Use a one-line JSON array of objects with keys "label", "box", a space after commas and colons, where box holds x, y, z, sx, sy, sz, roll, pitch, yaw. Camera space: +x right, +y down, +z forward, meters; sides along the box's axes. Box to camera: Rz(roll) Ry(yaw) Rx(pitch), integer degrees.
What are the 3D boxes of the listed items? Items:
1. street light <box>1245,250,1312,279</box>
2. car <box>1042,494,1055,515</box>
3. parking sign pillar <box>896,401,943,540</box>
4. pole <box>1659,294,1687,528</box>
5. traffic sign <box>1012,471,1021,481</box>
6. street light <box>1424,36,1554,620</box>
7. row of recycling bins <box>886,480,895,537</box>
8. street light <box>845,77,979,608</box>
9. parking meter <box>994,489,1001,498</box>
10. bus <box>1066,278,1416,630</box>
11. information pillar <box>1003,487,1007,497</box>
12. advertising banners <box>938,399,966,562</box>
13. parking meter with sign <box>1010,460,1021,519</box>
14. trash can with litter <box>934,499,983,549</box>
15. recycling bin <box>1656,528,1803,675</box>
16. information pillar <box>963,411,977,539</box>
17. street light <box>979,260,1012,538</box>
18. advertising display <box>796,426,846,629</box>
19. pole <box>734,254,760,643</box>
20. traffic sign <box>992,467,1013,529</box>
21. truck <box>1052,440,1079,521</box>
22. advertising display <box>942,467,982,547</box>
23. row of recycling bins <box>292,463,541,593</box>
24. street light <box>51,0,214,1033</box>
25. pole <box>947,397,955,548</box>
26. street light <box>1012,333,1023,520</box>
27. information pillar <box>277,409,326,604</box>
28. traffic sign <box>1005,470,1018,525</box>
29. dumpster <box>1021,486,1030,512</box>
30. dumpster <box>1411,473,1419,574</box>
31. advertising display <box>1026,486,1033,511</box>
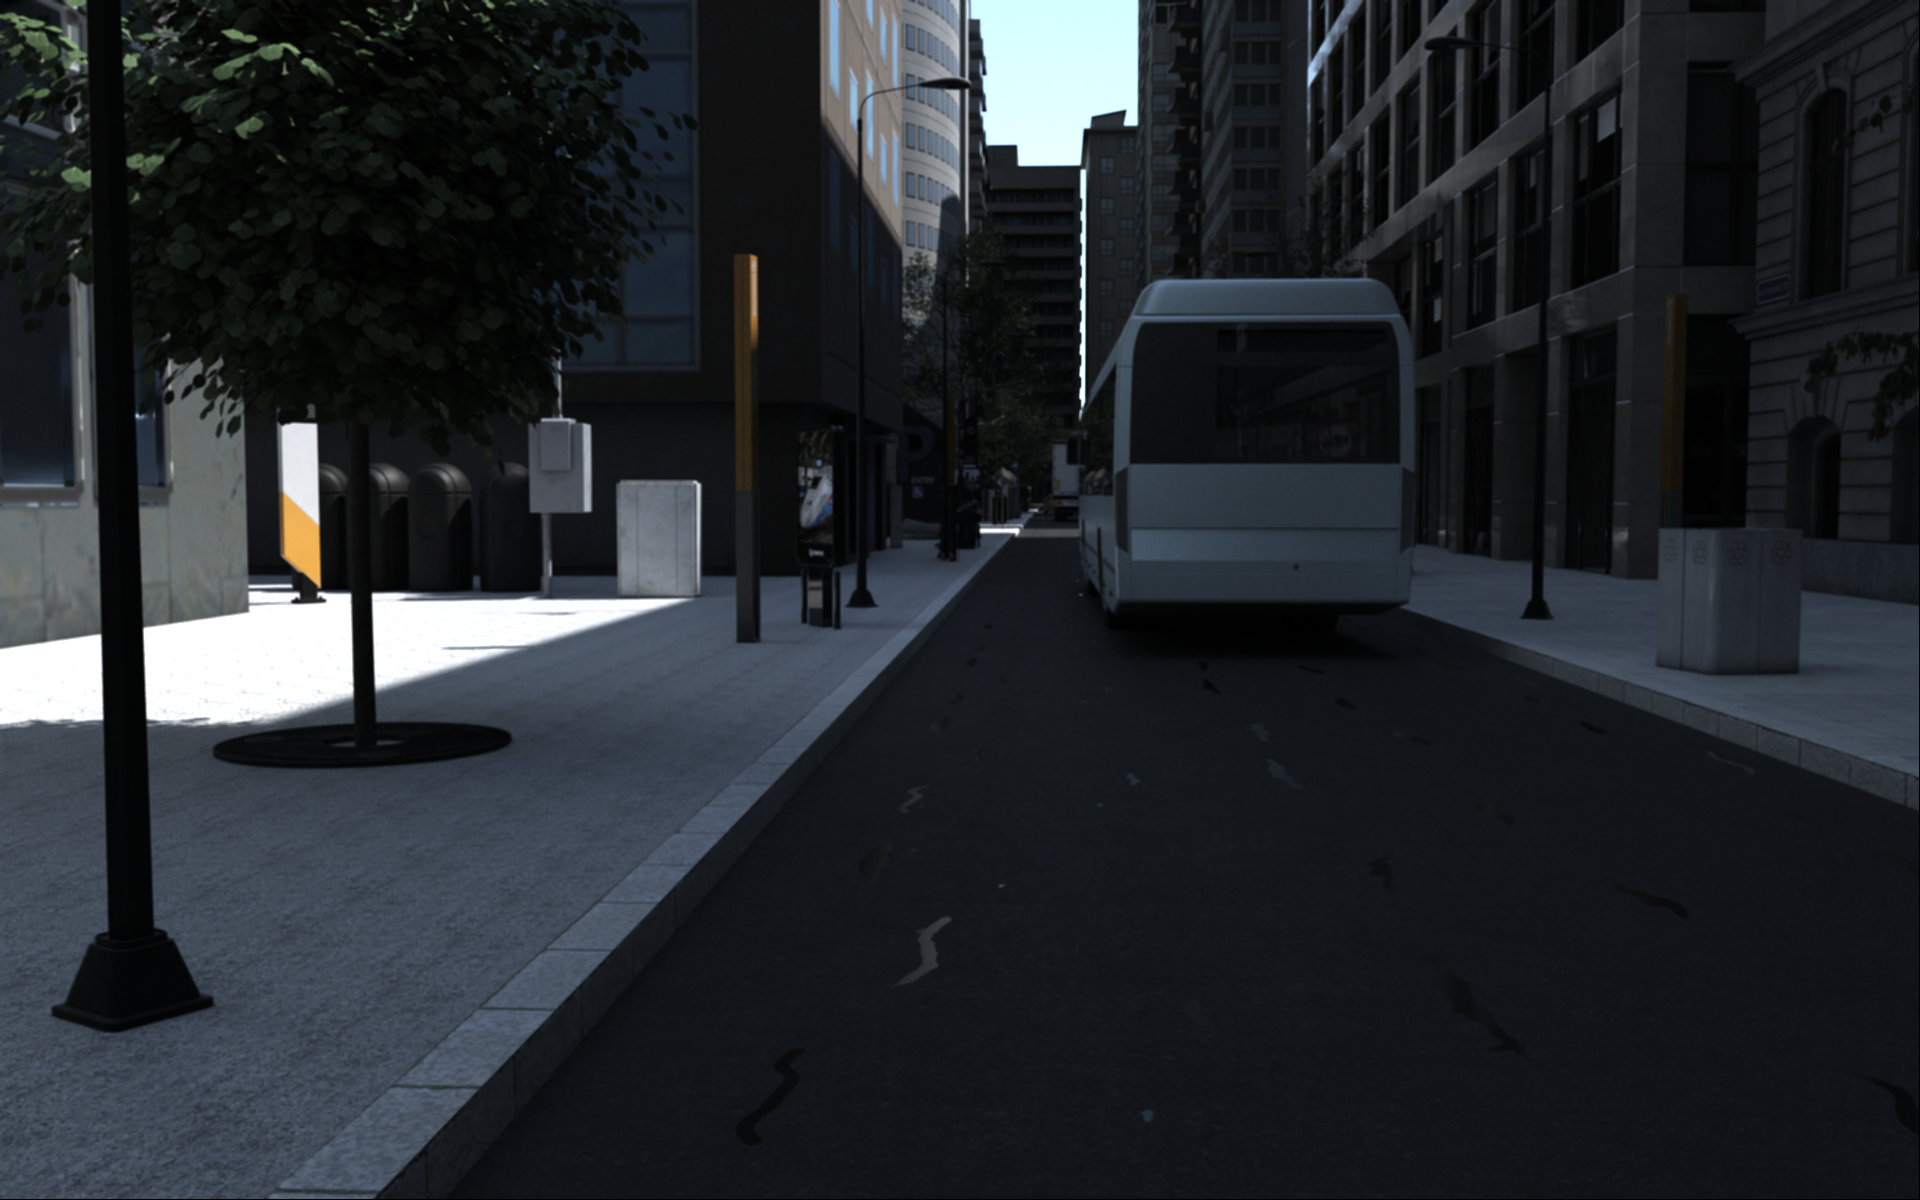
[{"label": "street light", "box": [6.141, -3.708, 33.166, 1.470, 5.913, 1.316, 0, 4, 3]}, {"label": "car", "box": [6.813, -6.884, 122.769, 2.015, 1.641, 3.980, 0, 4, 2]}, {"label": "parking sign pillar", "box": [-1.132, -3.702, 48.999, 1.447, 3.967, 1.447, 1, 4, 19]}, {"label": "pole", "box": [7.315, -1.464, 17.786, 0.158, 3.312, 0.155, 0, 3, 0]}, {"label": "traffic sign", "box": [2.932, -5.773, 94.501, 0.768, 2.556, 0.104, 1, 4, 13]}, {"label": "street light", "box": [5.416, -2.764, 17.731, 1.470, 5.913, 1.316, 0, 4, 3]}, {"label": "row of recycling bins", "box": [-3.507, -2.762, 52.276, 3.534, 1.692, 1.069, 1, 4, 22]}, {"label": "street light", "box": [-0.579, -2.871, 19.484, 1.470, 5.913, 1.316, 0, 4, 3]}, {"label": "parking meter", "box": [1.963, -4.975, 89.758, 0.372, 1.533, 0.369, 0, 3, 0]}, {"label": "bus", "box": [2.893, -1.626, 21.449, 2.948, 3.499, 13.247, 0, 4, 2]}, {"label": "information pillar", "box": [2.454, -6.112, 91.278, 0.504, 3.616, 0.183, -2, 4, -32]}, {"label": "advertising banners", "box": [-0.146, -2.253, 33.027, 0.090, 3.025, 2.074, -1, 4, -13]}, {"label": "parking meter with sign", "box": [2.871, -5.732, 89.972, 0.543, 3.016, 1.738, 1, 4, 8]}, {"label": "trash can with litter", "box": [-0.035, -1.769, 40.312, 1.055, 1.170, 0.624, -2, 4, -27]}, {"label": "recycling bin", "box": [5.598, -0.004, 12.627, 0.722, 1.027, 0.722, -1, 4, -11]}, {"label": "information pillar", "box": [0.222, -3.517, 48.865, 0.504, 3.616, 0.183, -1, 4, -9]}, {"label": "street light", "box": [0.242, -3.796, 34.612, 1.470, 5.913, 1.316, 0, 4, 3]}, {"label": "advertising display", "box": [-1.354, -0.707, 16.770, 0.123, 1.923, 0.974, -2, 4, -27]}, {"label": "pole", "box": [-1.831, -1.288, 14.902, 0.158, 3.312, 0.155, 0, 3, 0]}, {"label": "traffic sign", "box": [1.552, -3.643, 63.213, 0.795, 2.450, 0.064, 0, 4, 3]}, {"label": "truck", "box": [6.419, -6.479, 94.838, 2.839, 4.237, 11.283, 0, 4, 4]}, {"label": "advertising display", "box": [0.051, -2.219, 41.488, 0.974, 1.923, 0.123, -1, 4, -22]}, {"label": "row of recycling bins", "box": [-7.284, -0.979, 23.113, 3.534, 1.692, 1.069, 1, 4, 10]}, {"label": "street light", "box": [-1.516, -1.930, 4.091, 1.470, 5.913, 1.316, 0, 4, 3]}, {"label": "pole", "box": [-0.214, -2.614, 36.587, 0.158, 3.312, 0.155, 0, 3, 0]}, {"label": "street light", "box": [1.012, -4.749, 50.185, 1.470, 5.913, 1.316, 0, 4, 3]}, {"label": "information pillar", "box": [-7.713, -1.765, 20.210, 0.183, 3.616, 0.504, 2, 4, 35]}, {"label": "traffic sign", "box": [1.978, -4.131, 71.187, 0.795, 2.450, 0.064, 0, 4, 3]}, {"label": "dumpster", "box": [4.150, -7.279, 121.497, 1.502, 2.255, 1.985, 0, 4, 3]}, {"label": "dumpster", "box": [6.646, -1.360, 27.993, 1.264, 1.857, 1.865, 0, 4, 3]}, {"label": "advertising display", "box": [5.204, -7.874, 133.950, 0.974, 1.923, 0.123, 3, 5, 42]}]
